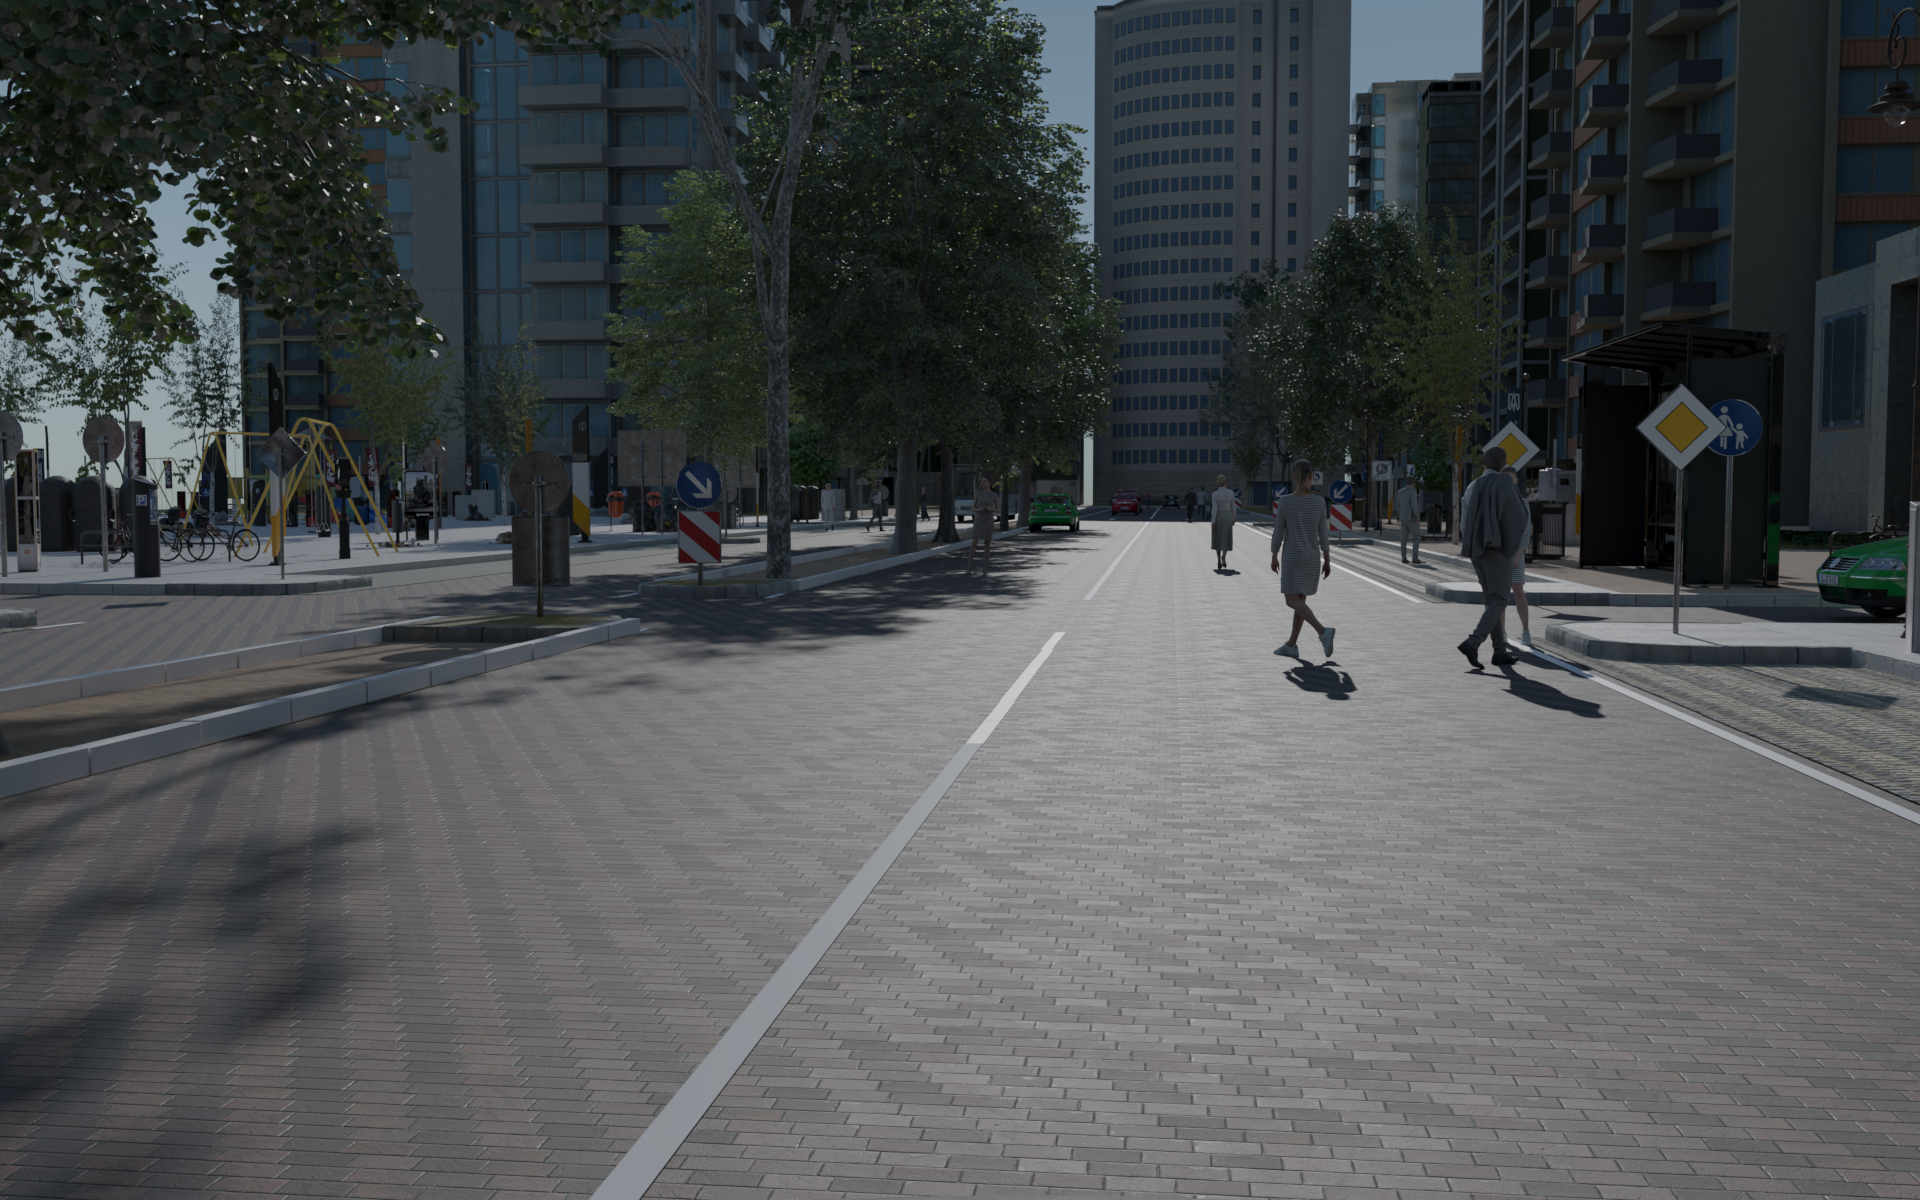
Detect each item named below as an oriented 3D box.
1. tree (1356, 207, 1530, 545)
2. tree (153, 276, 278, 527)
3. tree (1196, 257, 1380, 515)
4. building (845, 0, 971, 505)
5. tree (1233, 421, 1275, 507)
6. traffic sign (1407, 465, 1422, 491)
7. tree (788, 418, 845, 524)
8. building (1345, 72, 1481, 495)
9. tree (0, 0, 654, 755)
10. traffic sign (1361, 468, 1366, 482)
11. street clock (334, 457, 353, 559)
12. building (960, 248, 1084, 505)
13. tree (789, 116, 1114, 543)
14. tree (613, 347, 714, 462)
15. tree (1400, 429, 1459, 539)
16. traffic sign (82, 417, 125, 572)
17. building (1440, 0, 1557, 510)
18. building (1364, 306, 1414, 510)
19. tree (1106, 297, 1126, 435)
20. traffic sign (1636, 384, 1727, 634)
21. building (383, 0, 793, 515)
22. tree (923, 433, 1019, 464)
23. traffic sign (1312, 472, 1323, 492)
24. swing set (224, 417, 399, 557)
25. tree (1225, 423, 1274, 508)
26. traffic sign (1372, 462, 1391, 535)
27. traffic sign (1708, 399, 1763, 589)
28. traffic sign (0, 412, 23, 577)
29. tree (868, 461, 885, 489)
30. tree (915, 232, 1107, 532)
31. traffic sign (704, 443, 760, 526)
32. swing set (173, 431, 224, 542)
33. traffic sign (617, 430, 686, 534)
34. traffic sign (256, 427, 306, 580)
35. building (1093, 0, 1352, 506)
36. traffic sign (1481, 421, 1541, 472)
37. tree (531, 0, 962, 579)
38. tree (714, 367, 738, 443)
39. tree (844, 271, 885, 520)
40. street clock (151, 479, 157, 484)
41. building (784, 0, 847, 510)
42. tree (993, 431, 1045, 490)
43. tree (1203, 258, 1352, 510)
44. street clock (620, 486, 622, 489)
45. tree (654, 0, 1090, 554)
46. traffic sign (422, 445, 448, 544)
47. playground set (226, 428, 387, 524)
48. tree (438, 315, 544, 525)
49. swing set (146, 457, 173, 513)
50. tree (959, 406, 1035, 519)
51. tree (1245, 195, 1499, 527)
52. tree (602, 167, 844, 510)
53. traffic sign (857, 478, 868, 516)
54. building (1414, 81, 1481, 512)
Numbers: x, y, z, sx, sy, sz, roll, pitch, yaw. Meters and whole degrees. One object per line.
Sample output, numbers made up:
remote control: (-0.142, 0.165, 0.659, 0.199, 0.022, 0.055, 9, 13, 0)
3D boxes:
tree: (12.390, -5.703, 43.602, 4.737, 8.622, 4.395, 0, 3, 0)
tree: (-25.524, -6.648, 59.061, 4.360, 8.622, 3.978, 0, 3, 0)
tree: (18.154, -10.912, 88.774, 12.009, 13.543, 11.850, 0, 3, 0)
building: (-10.008, -46.921, 205.404, 20.611, 71.187, 20.563, 0, 4, 7)
tree: (28.266, -13.275, 167.403, 4.360, 8.622, 3.978, 0, 3, 0)
traffic sign: (15.703, -3.523, 59.733, 0.606, 2.300, 0.079, 1, 4, 16)
tree: (-6.607, -5.555, 74.540, 4.285, 4.588, 4.351, 0, 3, 0)
building: (59.084, -35.472, 199.572, 30.456, 49.044, 23.786, 0, 4, 7)
tree: (-5.546, -6.110, 9.010, 9.857, 13.997, 8.962, 0, 3, 0)
traffic sign: (19.192, -4.958, 81.161, 0.768, 2.556, 0.104, 1, 4, 11)
street clock: (-12.196, -1.817, 34.276, 0.358, 2.002, 0.471, -2, 4, -31)
building: (7.345, -26.351, 202.532, 14.107, 30.474, 14.160, 0, 4, 7)
tree: (-0.374, -8.032, 50.781, 9.611, 12.733, 9.660, 0, 3, 0)
tree: (-15.120, -8.211, 84.612, 4.360, 8.622, 3.978, 0, 3, 0)
tree: (13.887, -3.409, 50.344, 1.663, 3.219, 1.824, 0, 3, 0)
traffic sign: (-14.098, -1.737, 28.508, 0.768, 2.556, 0.104, 1, 4, 10)
building: (41.831, -40.792, 105.200, 20.563, 71.187, 20.611, 0, 4, 7)
building: (49.709, -18.386, 145.652, 27.650, 21.520, 28.899, 0, 4, 7)
tree: (2.810, -10.206, 75.973, 9.857, 13.997, 8.962, 0, 3, 0)
traffic sign: (6.579, -0.748, 15.867, 0.795, 2.450, 0.064, 0, 4, 7)
building: (-24.188, -30.505, 118.366, 23.786, 49.044, 30.456, 0, 4, 7)
tree: (1.920, -14.218, 142.839, 12.009, 13.543, 11.850, 0, 3, 0)
traffic sign: (16.116, -4.668, 78.449, 0.606, 2.300, 0.079, 1, 4, 12)
swing set: (-13.600, -2.387, 36.642, 2.862, 2.851, 3.119, -1, 4, -10)
tree: (26.723, -12.789, 159.462, 4.737, 8.622, 4.395, 0, 3, 0)
traffic sign: (13.023, -3.144, 53.536, 0.606, 2.300, 0.079, 1, 4, 8)
traffic sign: (10.351, -1.419, 23.308, 0.768, 2.556, 0.104, 1, 4, 15)
traffic sign: (-14.809, -1.631, 26.776, 0.768, 2.556, 0.104, 1, 4, 14)
tree: (-4.281, -8.966, 96.958, 4.360, 8.622, 3.978, 0, 3, 0)
tree: (1.783, -8.417, 65.836, 9.928, 11.665, 9.643, 0, 3, 0)
traffic sign: (-9.068, -4.585, 68.831, 2.265, 3.308, 0.079, 1, 4, 11)
swing set: (-17.862, -2.872, 44.582, 2.862, 2.851, 3.119, 2, 4, 30)
traffic sign: (-9.833, -3.754, 55.251, 2.265, 3.308, 0.079, 1, 4, 9)
traffic sign: (-10.170, -1.365, 25.957, 0.795, 2.450, 0.064, 0, 4, 7)
building: (29.767, -40.318, 201.190, 28.212, 58.520, 21.231, 0, 4, 7)
traffic sign: (7.542, -1.232, 23.794, 0.795, 2.450, 0.064, 0, 4, 7)
tree: (-4.175, -10.482, 29.731, 12.611, 20.169, 13.585, 0, 3, 0)
tree: (-13.964, -8.830, 94.726, 4.360, 8.622, 3.978, 0, 3, 0)
tree: (-5.309, -10.258, 85.840, 7.486, 12.596, 7.792, 0, 3, 0)
street clock: (-38.756, -4.797, 83.004, 0.471, 2.002, 0.358, -1, 4, -17)
building: (-17.301, -29.968, 140.095, 14.600, 45.320, 14.200, 0, 4, 7)
tree: (3.161, -7.983, 83.341, 4.360, 8.622, 3.978, 0, 3, 0)
tree: (25.453, -17.197, 137.055, 12.611, 20.169, 13.585, 0, 3, 0)
street clock: (-19.423, -5.860, 100.383, 0.471, 2.002, 0.358, 1, 4, 18)
tree: (-1.321, -8.065, 40.970, 9.857, 13.997, 8.962, 0, 3, 0)
traffic sign: (-13.551, -2.727, 44.690, 0.768, 2.556, 0.104, 1, 4, 17)
playground set: (-28.460, -5.404, 75.141, 5.637, 4.214, 5.302, 1, 4, 18)
tree: (-18.722, -7.335, 70.294, 4.360, 8.622, 3.978, 0, 3, 0)
swing set: (-34.462, -4.706, 74.567, 3.119, 2.851, 2.862, 3, 5, 43)
tree: (0.565, -6.470, 58.603, 4.737, 8.622, 4.395, 0, 3, 0)
tree: (15.942, -9.177, 67.060, 9.611, 12.733, 9.660, 0, 3, 0)
tree: (-8.889, -8.750, 61.188, 7.486, 12.596, 7.792, 0, 3, 0)
traffic sign: (-5.699, -6.164, 100.782, 0.884, 2.594, 0.081, 1, 4, 9)
building: (39.638, -21.557, 124.162, 14.160, 30.474, 14.107, 0, 4, 7)
